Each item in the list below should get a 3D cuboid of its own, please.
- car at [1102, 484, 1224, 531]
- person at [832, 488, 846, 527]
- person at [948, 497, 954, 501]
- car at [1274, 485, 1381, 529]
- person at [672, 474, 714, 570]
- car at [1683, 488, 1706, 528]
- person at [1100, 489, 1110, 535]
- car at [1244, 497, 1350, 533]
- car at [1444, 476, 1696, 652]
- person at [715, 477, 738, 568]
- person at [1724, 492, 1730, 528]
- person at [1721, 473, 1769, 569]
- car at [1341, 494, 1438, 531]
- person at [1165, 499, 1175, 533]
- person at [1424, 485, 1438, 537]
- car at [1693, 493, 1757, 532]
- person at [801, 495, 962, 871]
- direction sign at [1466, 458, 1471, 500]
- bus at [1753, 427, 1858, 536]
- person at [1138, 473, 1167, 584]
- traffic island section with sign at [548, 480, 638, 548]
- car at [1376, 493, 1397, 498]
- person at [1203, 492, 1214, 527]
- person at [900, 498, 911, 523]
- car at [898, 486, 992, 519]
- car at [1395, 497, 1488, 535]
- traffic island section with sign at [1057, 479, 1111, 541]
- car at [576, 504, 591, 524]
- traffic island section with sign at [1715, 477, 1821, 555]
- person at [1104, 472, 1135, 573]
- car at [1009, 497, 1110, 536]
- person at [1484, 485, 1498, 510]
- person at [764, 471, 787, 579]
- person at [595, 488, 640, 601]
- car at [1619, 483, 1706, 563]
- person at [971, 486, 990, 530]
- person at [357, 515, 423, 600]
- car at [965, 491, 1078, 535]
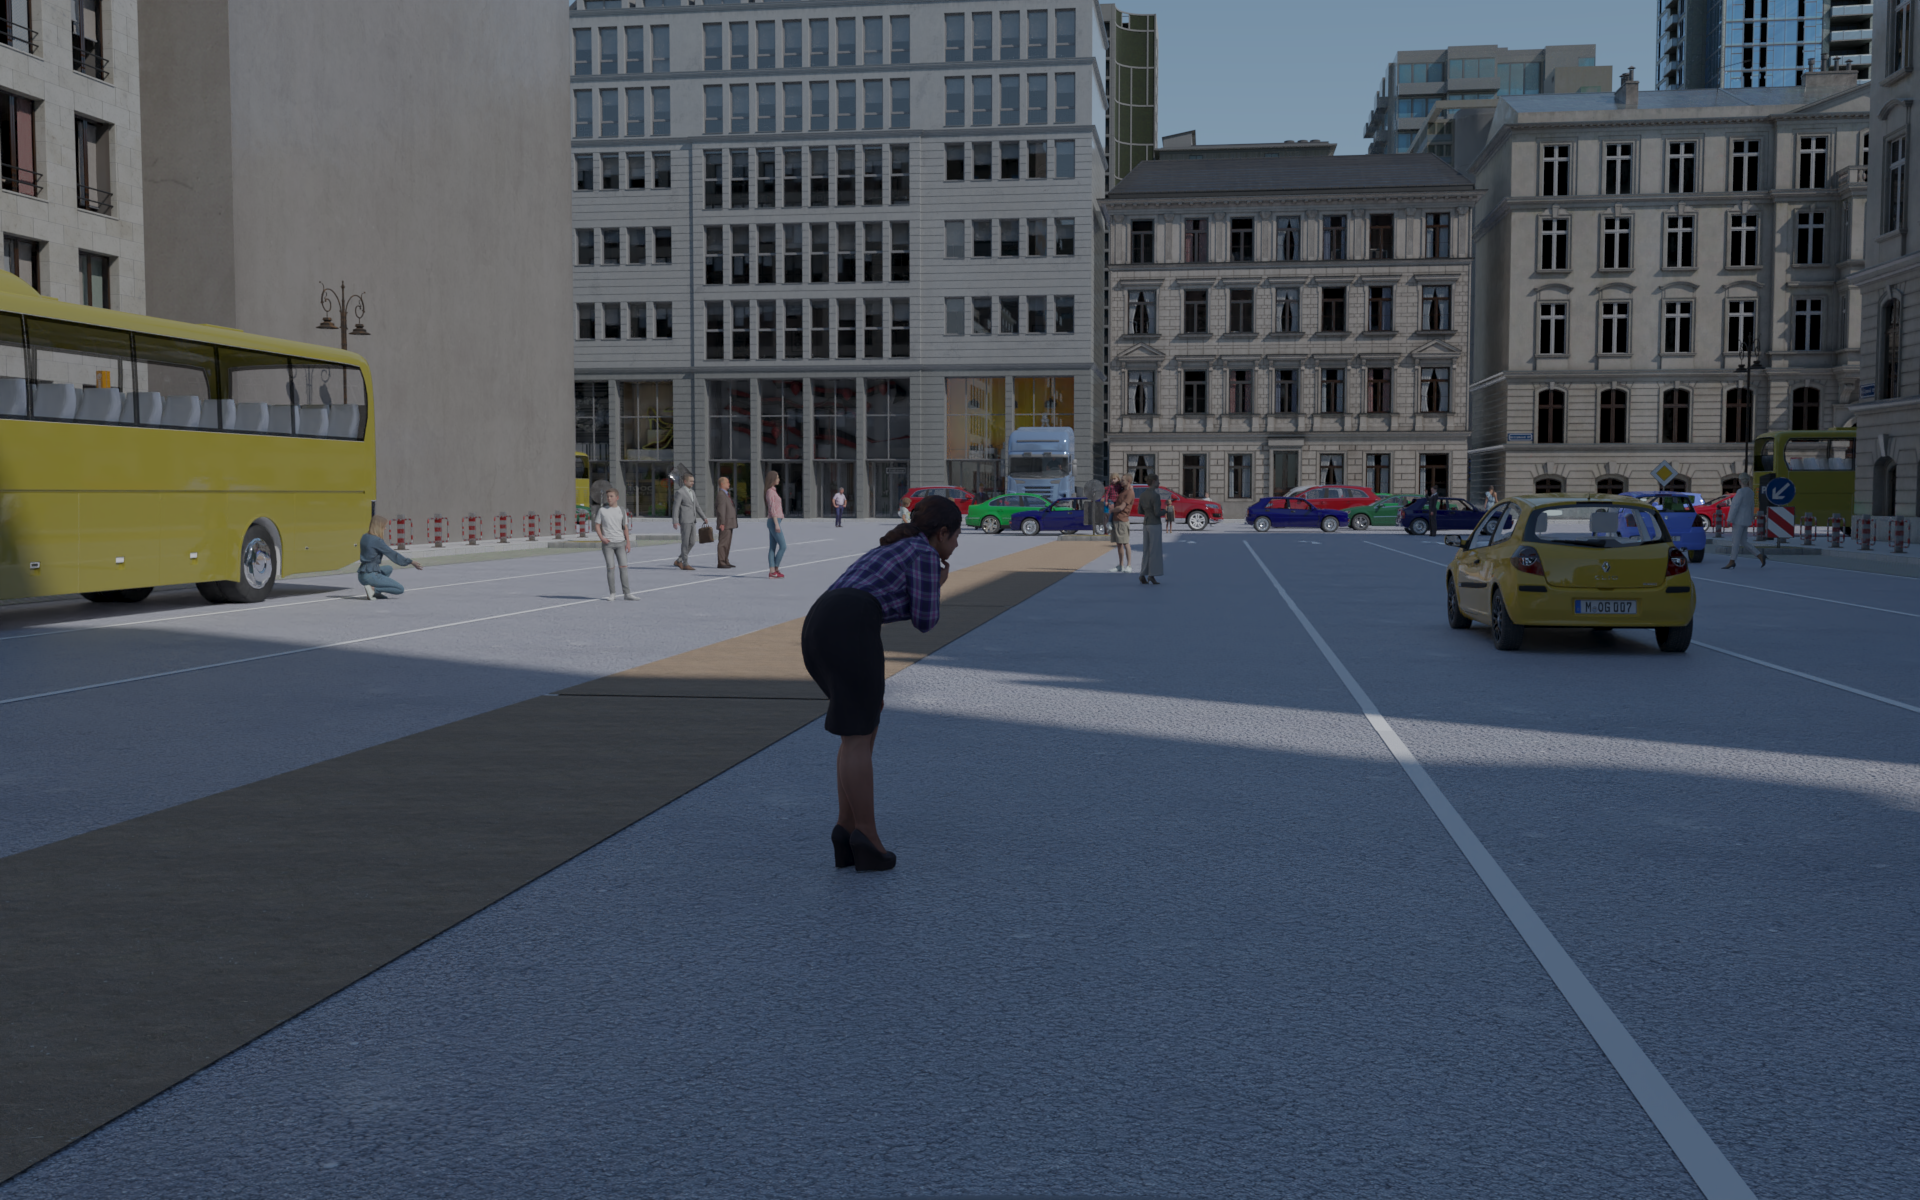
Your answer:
[{"bbox_3d":[7.716,-3.643,68.230,5.304,1.827,2.281,1,4,9],"label":"car"},{"bbox_3d":[-5.147,-3.989,74.662,0.756,1.711,0.436,-2,4,-35],"label":"person"},{"bbox_3d":[-0.327,-2.057,46.035,0.435,1.345,0.340,3,4,37],"label":"person"},{"bbox_3d":[15.000,-3.896,72.371,5.304,1.827,2.281,0,4,7],"label":"car"},{"bbox_3d":[-5.104,-1.467,32.601,0.853,1.813,0.709,2,4,24],"label":"person"},{"bbox_3d":[28.391,-3.702,70.115,3.694,1.707,1.945,0,4,7],"label":"car"},{"bbox_3d":[4.867,-2.869,57.278,0.647,1.594,0.662,-3,5,-40],"label":"person"},{"bbox_3d":[12.698,-3.226,65.332,3.894,1.354,1.945,0,4,8],"label":"car"},{"bbox_3d":[5.929,-0.426,17.192,2.015,1.641,3.980,0,4,7],"label":"car"},{"bbox_3d":[-4.505,-1.495,33.502,0.434,1.755,0.990,0,4,6],"label":"person"},{"bbox_3d":[32.299,-3.792,72.970,0.387,1.526,0.523,0,4,-8],"label":"person"},{"bbox_3d":[14.960,-1.504,32.974,0.818,1.842,0.514,2,4,29],"label":"person"},{"bbox_3d":[17.246,-3.465,68.445,4.920,1.459,2.131,1,4,8],"label":"car"},{"bbox_3d":[7.660,-3.057,63.154,0.362,1.253,0.373,0,4,-4],"label":"person"},{"bbox_3d":[15.869,-3.009,58.502,0.445,1.727,0.742,-2,4,-33],"label":"person"},{"bbox_3d":[28.582,-3.368,64.108,4.494,1.783,2.155,1,4,10],"label":"car"},{"bbox_3d":[-0.291,0.311,6.655,0.697,1.427,0.421,-3,4,-37],"label":"person"},{"bbox_3d":[32.035,-7.188,109.522,0.876,3.537,0.379,2,4,31],"label":"direction sign"},{"bbox_3d":[33.466,-4.077,58.204,12.252,3.916,2.896,1,4,9],"label":"bus"},{"bbox_3d":[3.076,-1.127,27.472,0.362,1.759,0.519,-2,4,-31],"label":"person"},{"bbox_3d":[-9.770,-2.316,46.496,1.989,1.847,2.006,1,4,8],"label":"traffic island section with sign"},{"bbox_3d":[19.762,-4.544,83.089,4.718,1.807,1.959,1,4,10],"label":"car"},{"bbox_3d":[10.920,-3.983,76.216,0.503,1.515,0.523,-2,4,-26],"label":"person"},{"bbox_3d":[-1.307,-1.833,42.375,0.340,1.345,0.435,-1,4,-19],"label":"person"},{"bbox_3d":[-0.206,-4.352,79.820,5.304,1.827,2.281,1,4,9],"label":"car"},{"bbox_3d":[17.303,-2.940,60.657,3.894,1.354,1.945,0,4,6],"label":"car"},{"bbox_3d":[4.082,-2.767,53.376,2.006,1.907,1.989,1,4,8],"label":"traffic island section with sign"},{"bbox_3d":[-19.624,-4.280,81.784,4.920,1.459,2.131,1,4,8],"label":"car"},{"bbox_3d":[19.293,-2.011,41.500,1.989,1.847,2.006,1,4,8],"label":"traffic island section with sign"},{"bbox_3d":[2.945,-1.429,31.843,0.580,1.828,0.573,1,4,18],"label":"person"},{"bbox_3d":[3.650,-2.886,59.761,3.894,1.354,1.945,0,4,6],"label":"car"},{"bbox_3d":[23.242,-4.106,75.721,0.616,1.811,0.778,1,4,20],"label":"person"},{"bbox_3d":[-3.134,-1.276,29.368,0.388,1.821,0.555,-1,4,-20],"label":"person"},{"bbox_3d":[-4.611,-0.745,23.281,0.523,1.515,0.503,3,4,36],"label":"person"},{"bbox_3d":[14.884,-1.712,37.584,1.945,1.707,3.694,1,4,8],"label":"car"},{"bbox_3d":[0.890,-3.685,69.307,0.990,1.755,0.434,0,4,-7],"label":"person"},{"bbox_3d":[-7.918,-0.592,23.676,0.738,1.151,1.012,-3,5,-44],"label":"person"},{"bbox_3d":[2.545,-3.264,62.155,4.718,1.807,1.959,1,4,9],"label":"car"}]
